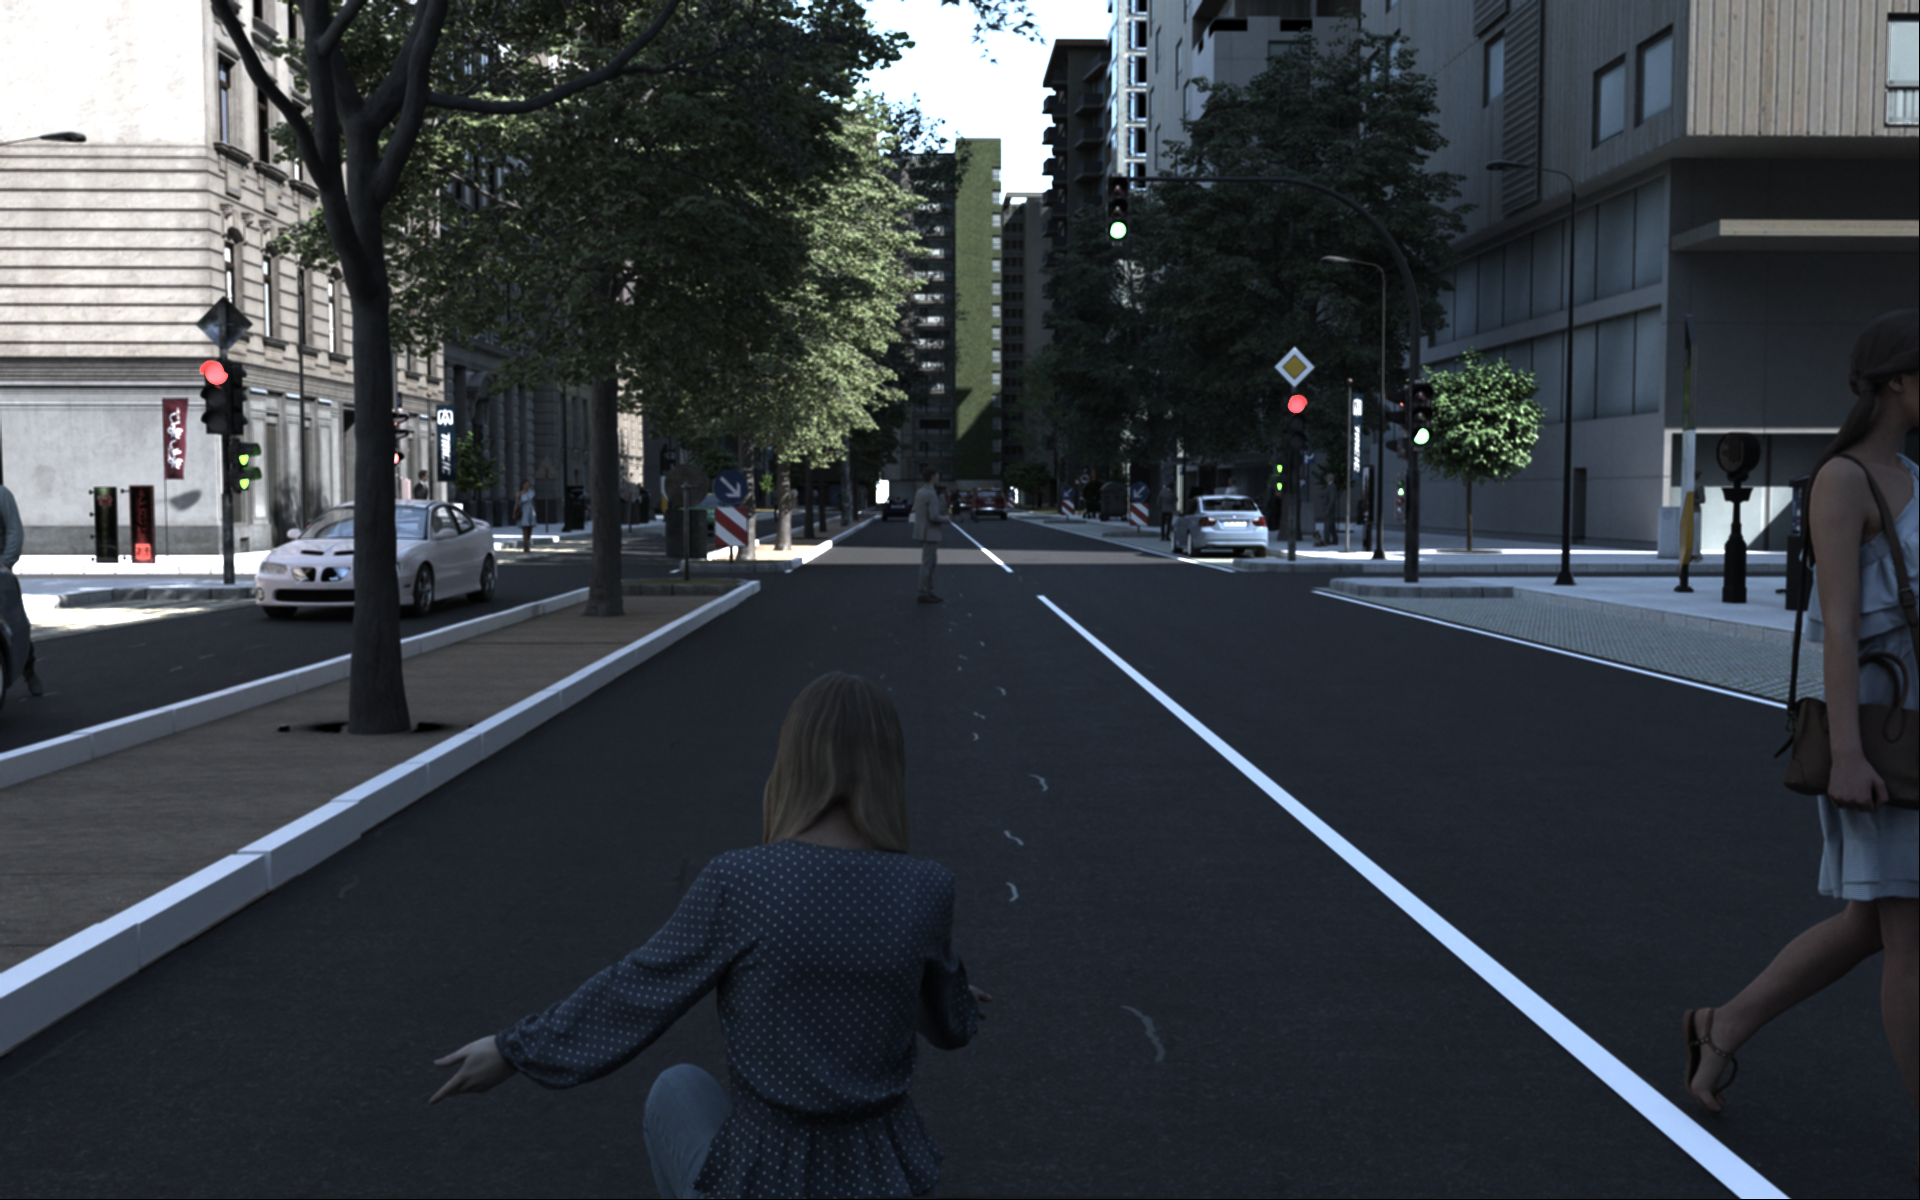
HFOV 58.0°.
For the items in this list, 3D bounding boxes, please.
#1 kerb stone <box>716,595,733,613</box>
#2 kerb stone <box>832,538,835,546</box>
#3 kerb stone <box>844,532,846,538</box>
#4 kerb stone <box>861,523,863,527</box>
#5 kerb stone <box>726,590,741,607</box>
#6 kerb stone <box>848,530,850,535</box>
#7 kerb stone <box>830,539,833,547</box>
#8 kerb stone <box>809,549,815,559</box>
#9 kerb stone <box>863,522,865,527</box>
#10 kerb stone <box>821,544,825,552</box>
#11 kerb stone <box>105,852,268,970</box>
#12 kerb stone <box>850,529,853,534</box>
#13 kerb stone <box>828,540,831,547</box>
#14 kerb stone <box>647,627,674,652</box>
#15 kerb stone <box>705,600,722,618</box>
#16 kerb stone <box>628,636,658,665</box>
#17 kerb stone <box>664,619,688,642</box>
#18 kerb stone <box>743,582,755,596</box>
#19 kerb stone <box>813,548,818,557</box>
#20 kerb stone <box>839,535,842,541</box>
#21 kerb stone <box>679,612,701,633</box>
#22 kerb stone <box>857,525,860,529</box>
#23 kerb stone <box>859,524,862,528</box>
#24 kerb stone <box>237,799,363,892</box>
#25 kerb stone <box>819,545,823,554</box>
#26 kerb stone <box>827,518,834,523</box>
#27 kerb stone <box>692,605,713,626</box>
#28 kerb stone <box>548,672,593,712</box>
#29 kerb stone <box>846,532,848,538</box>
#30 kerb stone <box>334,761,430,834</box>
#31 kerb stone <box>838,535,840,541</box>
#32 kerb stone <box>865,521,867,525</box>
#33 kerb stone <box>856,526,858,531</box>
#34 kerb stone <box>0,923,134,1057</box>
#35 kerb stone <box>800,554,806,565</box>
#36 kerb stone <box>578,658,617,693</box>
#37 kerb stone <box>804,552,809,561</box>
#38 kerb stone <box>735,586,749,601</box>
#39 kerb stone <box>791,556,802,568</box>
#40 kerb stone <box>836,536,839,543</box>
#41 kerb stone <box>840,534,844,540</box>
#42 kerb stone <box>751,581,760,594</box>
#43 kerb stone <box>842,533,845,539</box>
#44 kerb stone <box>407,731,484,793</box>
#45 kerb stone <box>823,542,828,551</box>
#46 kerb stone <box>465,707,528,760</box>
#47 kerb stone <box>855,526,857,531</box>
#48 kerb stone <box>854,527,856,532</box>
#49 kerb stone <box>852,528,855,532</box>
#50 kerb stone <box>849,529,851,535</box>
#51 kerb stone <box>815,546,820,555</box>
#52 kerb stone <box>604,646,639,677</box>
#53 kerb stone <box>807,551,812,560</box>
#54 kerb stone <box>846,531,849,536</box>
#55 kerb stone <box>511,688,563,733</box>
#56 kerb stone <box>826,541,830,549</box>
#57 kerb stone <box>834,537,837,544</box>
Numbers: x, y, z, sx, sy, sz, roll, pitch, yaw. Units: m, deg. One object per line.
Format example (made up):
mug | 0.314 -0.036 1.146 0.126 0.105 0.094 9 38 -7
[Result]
kerb stone | -2.911 0.069 21.065 0.120 0.150 1.000 0 4 -1
kerb stone | -3.561 -1.537 47.321 0.120 0.150 1.000 0 4 -1
kerb stone | -3.738 -1.976 54.506 0.120 0.150 1.000 0 4 -1
kerb stone | -4.141 -2.978 70.887 0.120 0.150 1.000 0 4 -1
kerb stone | -2.932 0.007 22.095 0.120 0.150 1.000 0 4 -1
kerb stone | -3.805 -2.164 57.584 0.120 0.150 1.000 0 4 -1
kerb stone | -3.534 -1.474 46.293 0.120 0.150 1.000 0 4 -1
kerb stone | -3.327 -0.972 38.081 0.120 0.150 1.000 0 4 -1
kerb stone | -4.189 -3.103 72.931 0.120 0.150 1.000 0 4 -1
kerb stone | -3.432 -1.221 42.180 0.120 0.150 1.000 0 4 -1
kerb stone | -2.536 1.016 5.704 0.120 0.150 1.000 0 4 -1
kerb stone | -3.864 -2.290 59.633 0.120 0.150 1.000 0 4 -1
kerb stone | -3.512 -1.411 45.267 0.120 0.150 1.000 0 4 -1
kerb stone | -2.785 0.382 15.943 0.120 0.150 1.000 0 4 -1
kerb stone | -2.894 0.132 20.030 0.120 0.150 1.000 0 4 -1
kerb stone | -2.760 0.446 14.911 0.120 0.150 1.000 0 4 -1
kerb stone | -2.815 0.320 16.964 0.120 0.150 1.000 0 4 -1
kerb stone | -3.000 -0.112 24.145 0.120 0.150 1.000 0 4 -1
kerb stone | -3.361 -1.035 39.112 0.120 0.150 1.000 0 4 -1
kerb stone | -3.664 -1.788 51.429 0.120 0.150 1.000 0 4 -1
kerb stone | -2.840 0.260 17.986 0.120 0.150 1.000 0 4 -1
kerb stone | -4.037 -2.725 66.790 0.120 0.150 1.000 0 4 -1
kerb stone | -4.088 -2.853 68.839 0.120 0.150 1.000 0 4 -1
kerb stone | -2.549 0.946 6.725 0.120 0.150 1.000 0 4 -1
kerb stone | -3.408 -1.160 41.158 0.120 0.150 1.000 0 4 -1
kerb stone | -6.697 -4.103 89.282 0.120 0.150 1.000 0 4 -1
kerb stone | -2.864 0.195 19.008 0.120 0.150 1.000 0 4 -1
kerb stone | -2.682 0.633 11.843 0.120 0.150 1.000 0 4 -1
kerb stone | -3.758 -2.039 55.532 0.120 0.150 1.000 0 4 -1
kerb stone | -2.588 0.883 7.754 0.120 0.150 1.000 0 4 -1
kerb stone | -3.639 -1.725 50.400 0.120 0.150 1.000 0 4 -1
kerb stone | -4.266 -3.291 76.006 0.120 0.150 1.000 0 4 -1
kerb stone | -3.985 -2.594 64.743 0.120 0.150 1.000 0 4 -1
kerb stone | -2.507 1.071 4.682 0.120 0.150 1.000 0 4 -1
kerb stone | -3.255 -0.783 35.003 0.120 0.150 1.000 0 4 -1
kerb stone | -2.713 0.571 12.868 0.120 0.150 1.000 0 4 -1
kerb stone | -3.287 -0.846 36.034 0.120 0.150 1.000 0 4 -1
kerb stone | -2.964 -0.056 23.116 0.120 0.150 1.000 0 4 -1
kerb stone | -3.234 -0.721 33.978 0.120 0.150 1.000 0 4 -1
kerb stone | -3.604 -1.662 49.378 0.120 0.150 1.000 0 4 -1
kerb stone | -3.685 -1.850 52.451 0.120 0.150 1.000 0 4 -1
kerb stone | -3.010 -0.179 25.167 0.120 0.150 1.000 0 4 -1
kerb stone | -3.712 -1.913 53.477 0.120 0.150 1.000 0 4 -1
kerb stone | -2.611 0.821 8.776 0.120 0.150 1.000 0 4 -1
kerb stone | -3.453 -1.285 43.202 0.120 0.150 1.000 0 4 -1
kerb stone | -2.633 0.758 9.798 0.120 0.150 1.000 0 4 -1
kerb stone | -3.958 -2.540 63.721 0.120 0.150 1.000 0 4 -1
kerb stone | -3.940 -2.477 62.699 0.120 0.150 1.000 0 4 -1
kerb stone | -3.915 -2.410 61.677 0.120 0.150 1.000 0 4 -1
kerb stone | -3.842 -2.227 58.609 0.120 0.150 1.000 0 4 -1
kerb stone | -3.380 -1.093 40.136 0.120 0.150 1.000 0 4 -1
kerb stone | -2.740 0.508 13.889 0.120 0.150 1.000 0 4 -1
kerb stone | -3.308 -0.909 37.056 0.120 0.150 1.000 0 4 -1
kerb stone | -3.788 -2.096 56.555 0.120 0.150 1.000 0 4 -1
kerb stone | -2.662 0.698 10.820 0.120 0.150 1.000 0 4 -1
kerb stone | -3.481 -1.348 44.229 0.120 0.150 1.000 0 4 -1
kerb stone | -3.585 -1.600 48.350 0.120 0.150 1.000 0 4 -1
